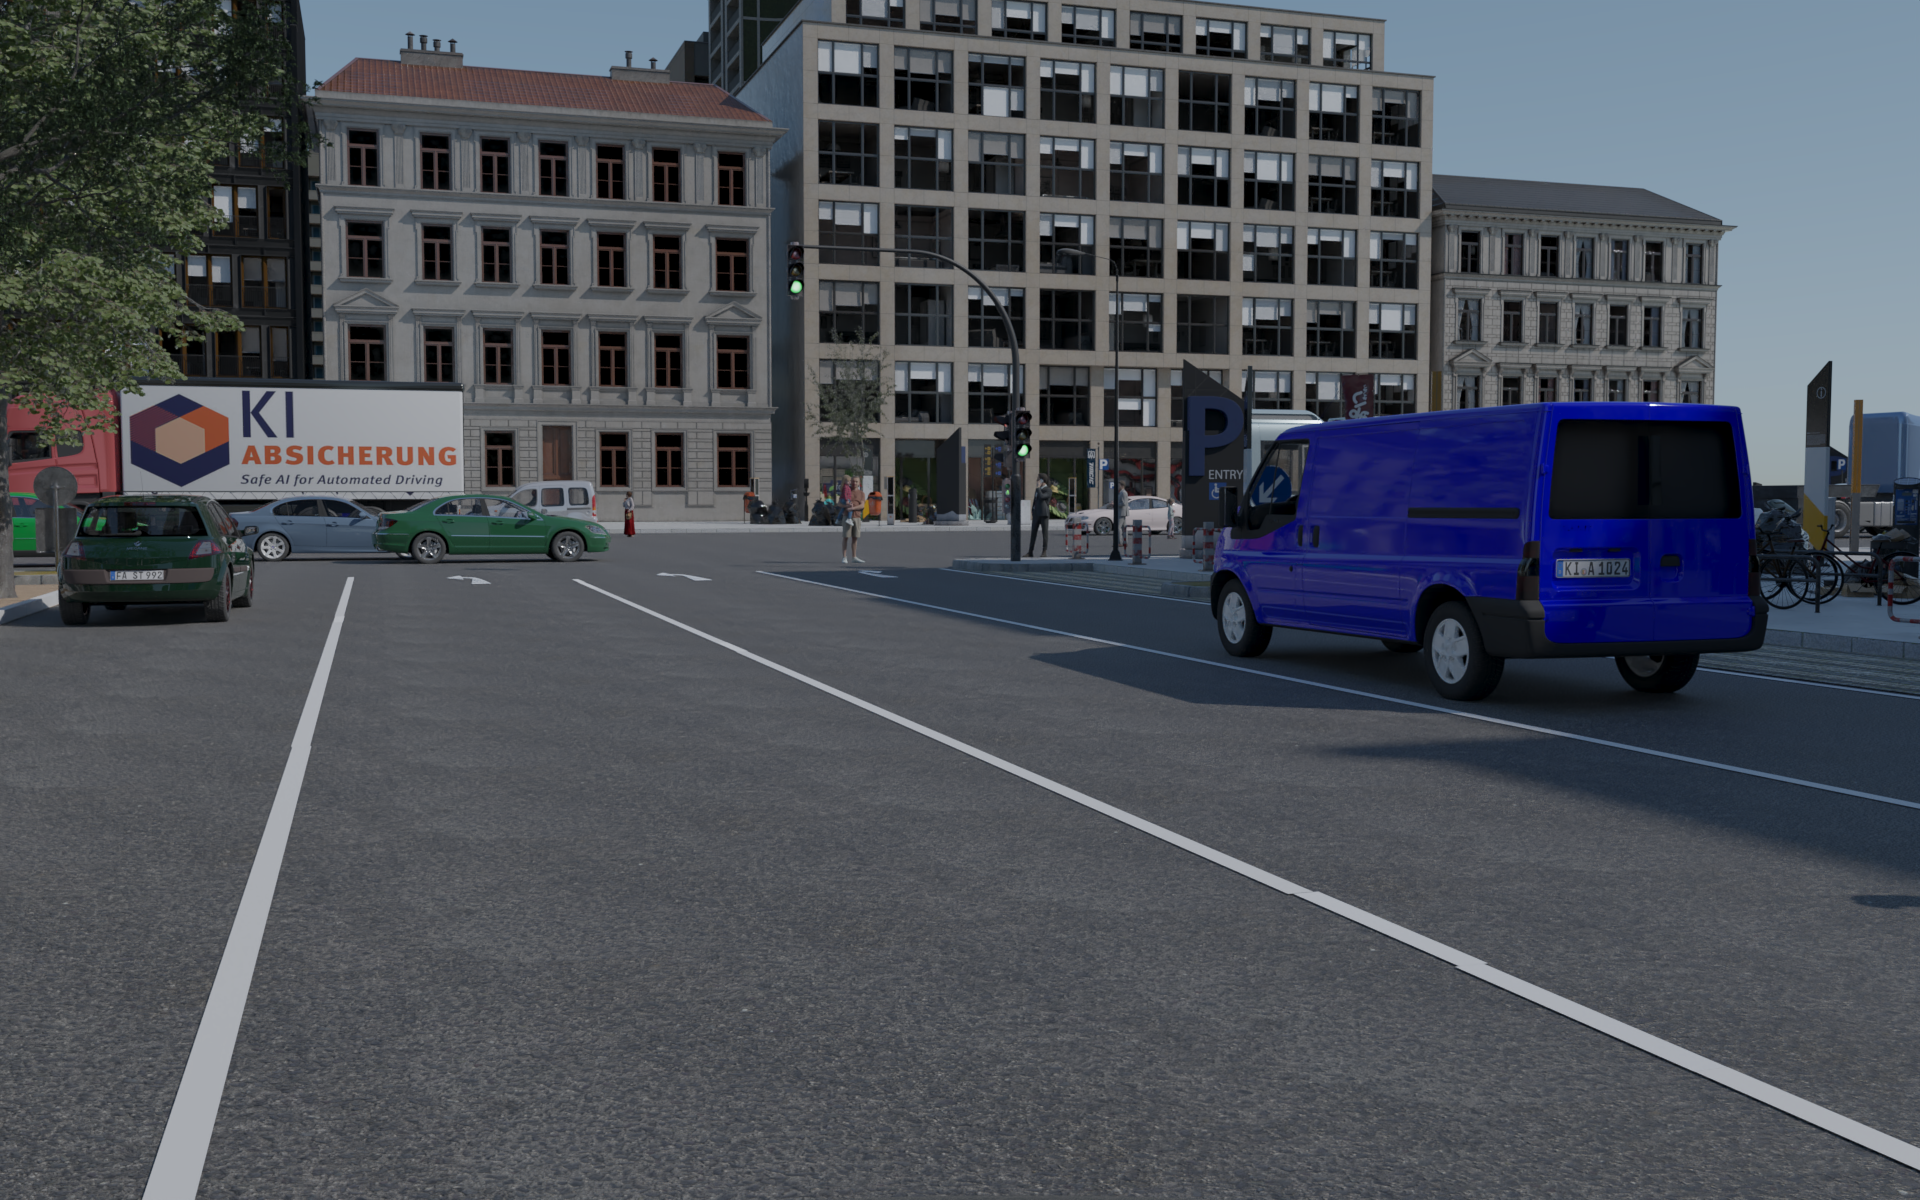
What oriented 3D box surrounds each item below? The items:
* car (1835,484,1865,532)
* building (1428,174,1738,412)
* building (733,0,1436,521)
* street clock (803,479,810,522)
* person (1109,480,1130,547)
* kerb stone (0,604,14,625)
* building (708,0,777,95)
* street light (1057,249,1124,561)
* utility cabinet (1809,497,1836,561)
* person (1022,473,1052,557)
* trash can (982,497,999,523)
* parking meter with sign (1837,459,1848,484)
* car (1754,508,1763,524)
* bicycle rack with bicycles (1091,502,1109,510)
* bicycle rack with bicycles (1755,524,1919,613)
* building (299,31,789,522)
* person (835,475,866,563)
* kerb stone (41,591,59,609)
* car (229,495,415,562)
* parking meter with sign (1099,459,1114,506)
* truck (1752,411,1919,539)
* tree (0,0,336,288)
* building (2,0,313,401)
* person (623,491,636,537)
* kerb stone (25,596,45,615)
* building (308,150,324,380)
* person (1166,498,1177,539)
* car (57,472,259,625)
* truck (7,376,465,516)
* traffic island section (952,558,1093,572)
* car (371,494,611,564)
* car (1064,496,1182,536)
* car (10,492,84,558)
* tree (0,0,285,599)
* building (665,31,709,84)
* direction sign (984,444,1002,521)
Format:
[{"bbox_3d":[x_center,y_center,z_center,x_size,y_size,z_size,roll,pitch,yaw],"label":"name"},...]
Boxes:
[{"bbox_3d":[32.761,-3.388,64.062,5.304,1.827,2.281,-1,4,-20],"label":"car"},{"bbox_3d":[32.723,-14.351,99.258,19.286,19.102,10.561,-1,4,-19],"label":"building"},{"bbox_3d":[5.757,-17.791,95.401,34.151,26.468,19.350,-1,4,-19],"label":"building"},{"bbox_3d":[-7.157,-4.657,80.716,0.358,2.002,0.471,0,4,-5],"label":"street clock"},{"bbox_3d":[4.311,-2.346,47.049,0.583,1.804,0.606,0,4,-2],"label":"person"},{"bbox_3d":[-10.867,0.143,19.851,0.120,0.150,1.000,-1,4,-19],"label":"kerb stone"},{"bbox_3d":[-12.466,-43.775,153.966,20.563,71.187,20.611,-1,4,-19],"label":"building"},{"bbox_3d":[2.491,-3.704,33.103,1.470,5.913,1.316,-1,4,-19],"label":"street light"},{"bbox_3d":[16.811,-1.383,33.781,0.306,1.237,1.020,1,4,17],"label":"utility cabinet"},{"bbox_3d":[1.784,-1.920,39.250,0.648,1.900,0.474,3,5,44],"label":"person"},{"bbox_3d":[1.347,-3.934,75.975,0.748,1.137,0.748,0,3,0],"label":"trash can"},{"bbox_3d":[44.151,-5.461,85.540,1.738,3.016,0.543,-1,4,-22],"label":"parking meter with sign"},{"bbox_3d":[20.711,-2.281,49.290,4.499,1.417,2.014,-1,4,-18],"label":"car"},{"bbox_3d":[7.279,-3.912,77.342,2.925,0.926,2.852,-2,4,-33],"label":"bicycle rack with bicycles"},{"bbox_3d":[9.314,-0.413,20.137,2.852,0.926,2.925,-3,5,-41],"label":"bicycle rack with bicycles"},{"bbox_3d":[-19.747,-15.058,82.363,21.152,22.565,11.583,-1,4,-19],"label":"building"},{"bbox_3d":[-2.292,-1.683,35.992,0.573,1.828,0.580,2,4,25],"label":"person"},{"bbox_3d":[-11.526,0.024,21.806,0.120,0.150,1.000,-1,4,-19],"label":"kerb stone"},{"bbox_3d":[-13.604,-1.579,37.820,4.499,1.417,2.014,-1,4,-18],"label":"car"},{"bbox_3d":[7.351,-5.440,85.199,0.543,3.016,1.738,-1,4,-18],"label":"parking meter with sign"},{"bbox_3d":[24.771,-4.020,55.490,18.799,4.110,2.967,-1,4,-18],"label":"truck"},{"bbox_3d":[-10.441,-4.883,16.712,8.767,10.594,7.601,-1,4,-19],"label":"tree"},{"bbox_3d":[-37.381,-15.104,76.623,15.834,23.373,12.332,-1,4,-19],"label":"building"},{"bbox_3d":[-10.999,-2.853,57.609,0.387,1.526,0.523,-3,4,-37],"label":"person"},{"bbox_3d":[-11.192,0.083,20.830,0.120,0.150,1.000,-1,4,-19],"label":"kerb stone"},{"bbox_3d":[-78.102,-37.436,235.773,21.600,48.544,21.300,-1,4,-19],"label":"building"},{"bbox_3d":[6.748,-2.593,55.168,0.394,1.301,0.425,-1,4,-9],"label":"person"},{"bbox_3d":[-9.434,-0.657,20.521,2.009,1.686,4.222,-1,4,-17],"label":"car"},{"bbox_3d":[-18.170,-3.305,42.951,11.283,4.237,2.839,-1,4,-19],"label":"truck"},{"bbox_3d":[1.072,-0.663,33.122,2.009,0.180,2.903,-1,4,-19],"label":"traffic island section"},{"bbox_3d":[-9.899,-1.525,36.738,4.920,1.459,2.131,-1,4,-20],"label":"car"},{"bbox_3d":[6.017,-2.975,61.007,4.827,1.381,2.083,-1,4,-20],"label":"car"},{"bbox_3d":[-18.397,-1.563,34.343,4.718,1.807,1.959,-1,4,-19],"label":"car"},{"bbox_3d":[-13.397,-6.307,23.708,7.486,12.596,7.792,0,3,0],"label":"tree"},{"bbox_3d":[-21.286,-31.848,170.824,14.600,45.320,14.200,-1,4,-19],"label":"building"},{"bbox_3d":[1.493,-5.313,78.865,0.876,3.537,0.379,-2,4,-25],"label":"direction sign"}]
